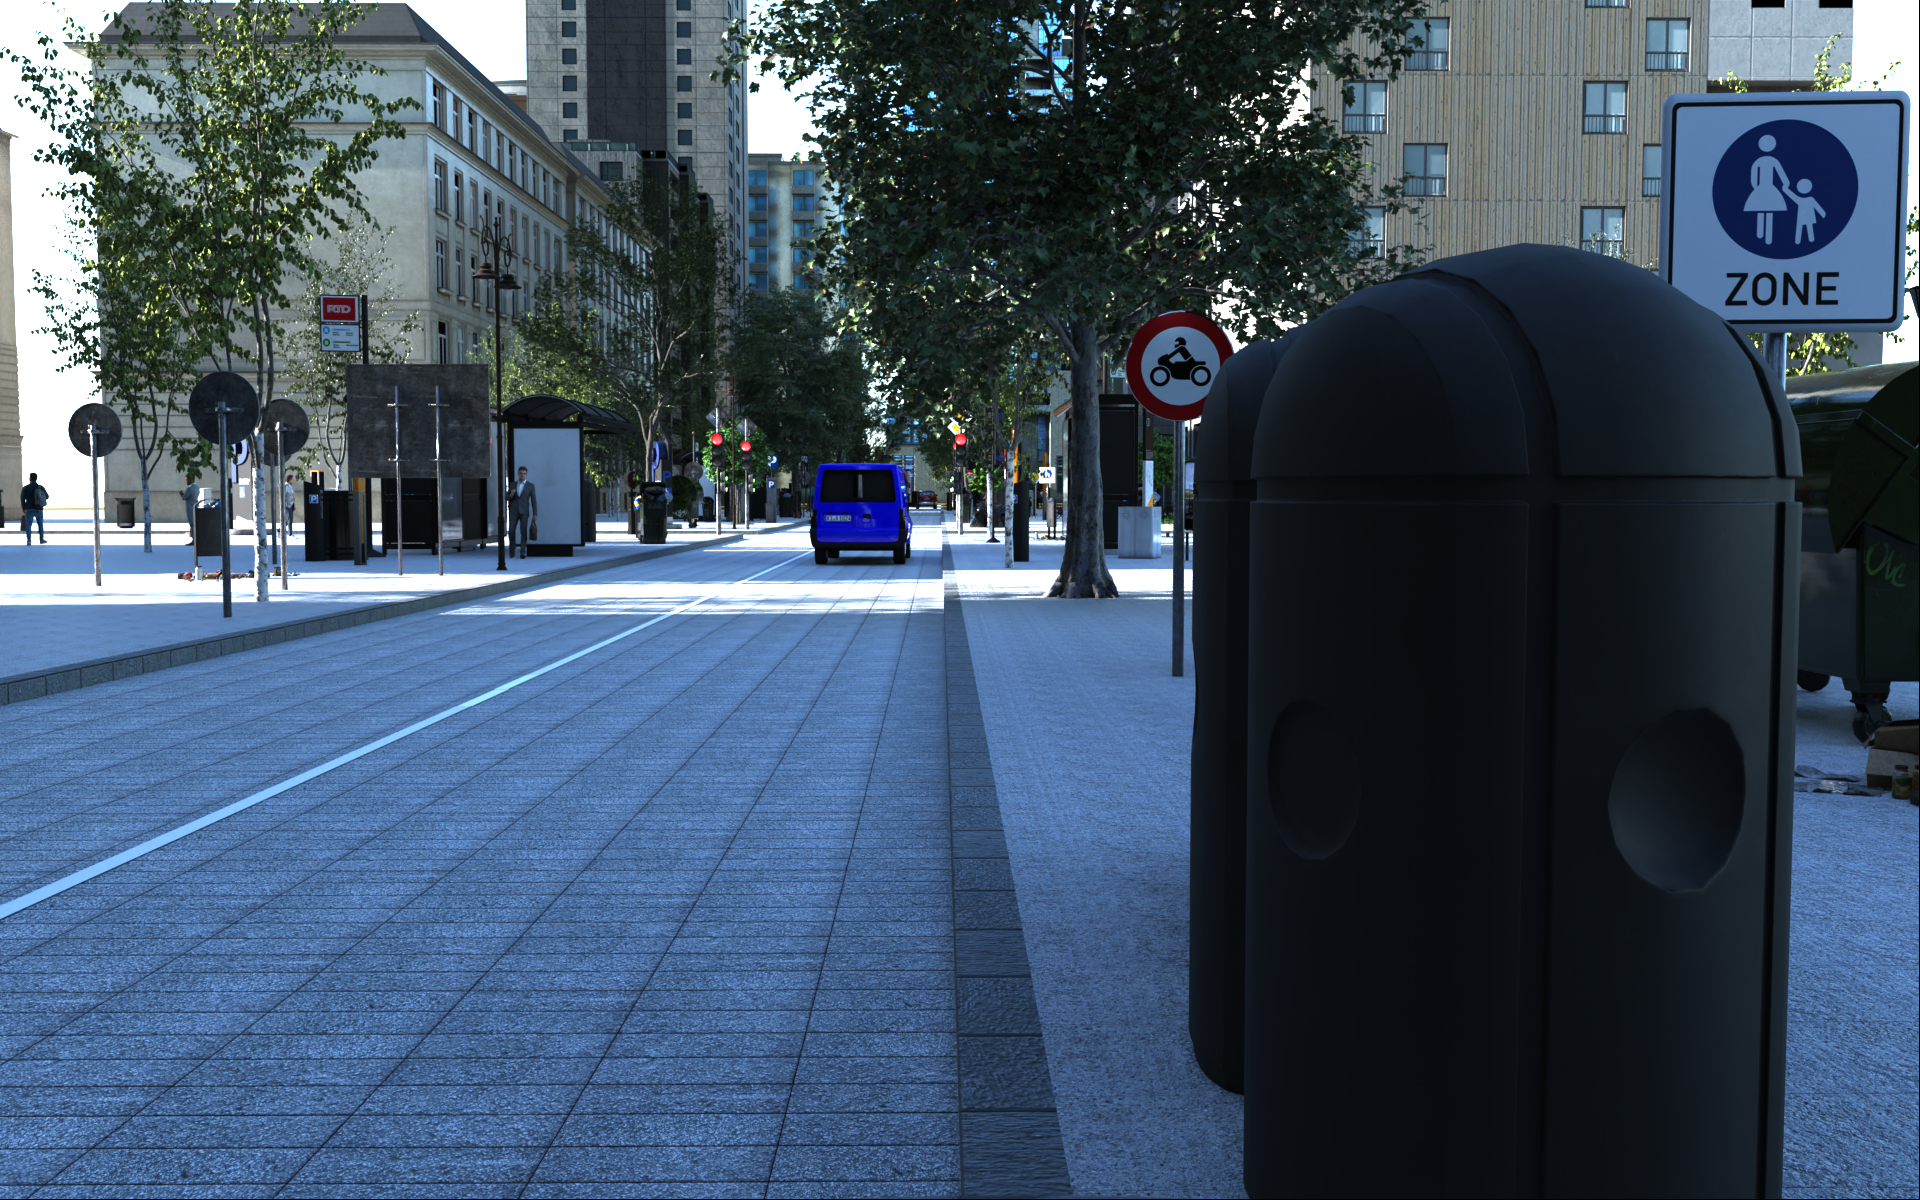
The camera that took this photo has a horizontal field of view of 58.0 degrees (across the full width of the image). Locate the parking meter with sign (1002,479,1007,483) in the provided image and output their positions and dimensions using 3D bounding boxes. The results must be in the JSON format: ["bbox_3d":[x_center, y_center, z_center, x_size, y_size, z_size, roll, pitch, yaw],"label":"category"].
[{"bbox_3d":[2.416,-5.601,87.839,1.738,3.016,0.543,-1,4,-12],"label":"parking meter with sign"}]

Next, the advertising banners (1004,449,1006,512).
[{"bbox_3d":[1.702,-4.090,63.052,0.090,3.025,2.074,0,4,-3],"label":"advertising banners"}]

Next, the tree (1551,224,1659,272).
[{"bbox_3d":[16.909,-5.926,47.260,4.360,8.622,3.978,0,3,0],"label":"tree"}]

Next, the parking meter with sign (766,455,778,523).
[{"bbox_3d":[-8.406,-4.944,77.089,0.543,3.016,1.738,0,4,-3],"label":"parking meter with sign"}]

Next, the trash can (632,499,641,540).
[{"bbox_3d":[-8.688,-2.222,47.985,0.748,1.137,0.748,0,3,0],"label":"trash can"}]

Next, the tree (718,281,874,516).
[{"bbox_3d":[-9.792,-12.007,102.970,9.857,13.997,8.962,0,3,0],"label":"tree"}]

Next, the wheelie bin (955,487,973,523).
[{"bbox_3d":[0.183,-4.194,76.478,0.693,1.594,0.980,1,4,13],"label":"wheelie bin"}]

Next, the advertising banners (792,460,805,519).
[{"bbox_3d":[-8.467,-5.802,91.055,0.090,3.025,2.074,-2,4,-23],"label":"advertising banners"}]

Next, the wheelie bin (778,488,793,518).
[{"bbox_3d":[-9.545,-5.311,94.747,0.980,1.594,0.693,3,5,44],"label":"wheelie bin"}]

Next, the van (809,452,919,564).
[{"bbox_3d":[-2.038,-1.999,37.065,2.240,2.365,5.245,0,3,0],"label":"van"}]

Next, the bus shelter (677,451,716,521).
[{"bbox_3d":[-12.314,-5.521,84.197,2.014,3.302,5.546,0,4,-1],"label":"bus shelter"}]

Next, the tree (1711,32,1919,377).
[{"bbox_3d":[13.878,-4.799,28.832,4.737,8.622,4.395,0,3,0],"label":"tree"}]

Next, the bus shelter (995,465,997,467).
[{"bbox_3d":[3.828,-8.687,133.316,1.731,3.624,6.357,0,4,-1],"label":"bus shelter"}]

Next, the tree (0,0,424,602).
[{"bbox_3d":[-8.560,-4.279,20.331,4.737,8.622,4.395,0,3,0],"label":"tree"}]

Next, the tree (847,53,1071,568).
[{"bbox_3d":[1.022,-4.876,30.088,4.360,8.622,3.978,0,3,0],"label":"tree"}]

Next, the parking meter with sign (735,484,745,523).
[{"bbox_3d":[-9.733,-4.920,76.695,0.543,3.016,1.738,0,4,-7],"label":"parking meter with sign"}]

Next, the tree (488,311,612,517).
[{"bbox_3d":[-17.344,-7.358,70.665,4.360,8.622,3.978,0,3,0],"label":"tree"}]

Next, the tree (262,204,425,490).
[{"bbox_3d":[-15.933,-5.753,44.426,4.360,8.622,3.978,0,3,0],"label":"tree"}]

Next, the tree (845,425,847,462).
[{"bbox_3d":[-9.018,-12.613,156.582,4.360,8.622,3.978,0,3,0],"label":"tree"}]

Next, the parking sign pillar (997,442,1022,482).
[{"bbox_3d":[2.551,-6.198,89.803,1.447,3.967,1.447,0,4,4],"label":"parking sign pillar"}]

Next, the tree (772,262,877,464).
[{"bbox_3d":[-10.644,-17.156,136.388,12.611,20.169,13.585,0,3,0],"label":"tree"}]

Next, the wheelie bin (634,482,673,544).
[{"bbox_3d":[-7.848,-2.238,44.493,0.980,1.594,0.693,-1,4,-19],"label":"wheelie bin"}]

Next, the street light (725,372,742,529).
[{"bbox_3d":[-8.186,-5.495,62.627,0.468,5.910,1.993,0,4,-1],"label":"street light"}]

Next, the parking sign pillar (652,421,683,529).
[{"bbox_3d":[-10.885,-4.575,63.271,1.447,3.967,1.447,-2,4,-25],"label":"parking sign pillar"}]

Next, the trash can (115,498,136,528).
[{"bbox_3d":[-31.224,-3.251,64.815,0.748,1.137,0.748,0,3,0],"label":"trash can"}]

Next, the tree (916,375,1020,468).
[{"bbox_3d":[0.680,-12.071,115.489,7.486,12.596,7.792,0,3,0],"label":"tree"}]

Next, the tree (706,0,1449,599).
[{"bbox_3d":[1.562,-6.391,21.494,9.611,12.733,9.660,0,3,0],"label":"tree"}]

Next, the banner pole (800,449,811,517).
[{"bbox_3d":[-8.418,-6.439,95.298,0.863,3.779,0.401,-3,4,-38],"label":"banner pole"}]

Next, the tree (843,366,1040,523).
[{"bbox_3d":[0.020,-8.758,77.602,7.601,10.594,8.767,-2,4,-25],"label":"tree"}]

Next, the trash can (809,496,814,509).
[{"bbox_3d":[-11.380,-7.492,134.145,0.748,1.137,0.748,0,3,0],"label":"trash can"}]

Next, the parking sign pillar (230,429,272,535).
[{"bbox_3d":[-22.328,-4.026,54.298,1.447,3.967,1.447,3,5,42],"label":"parking sign pillar"}]

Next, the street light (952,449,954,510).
[{"bbox_3d":[-0.459,-10.021,136.636,0.468,5.910,1.993,0,4,-1],"label":"street light"}]

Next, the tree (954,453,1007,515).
[{"bbox_3d":[0.939,-4.594,69.714,1.663,3.219,1.824,0,3,0],"label":"tree"}]

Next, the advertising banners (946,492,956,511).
[{"bbox_3d":[-0.143,-8.339,132.529,2.074,3.025,0.090,-2,4,-26],"label":"advertising banners"}]

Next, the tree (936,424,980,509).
[{"bbox_3d":[-0.259,-13.690,149.588,9.928,11.665,9.643,0,3,0],"label":"tree"}]

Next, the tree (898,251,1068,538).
[{"bbox_3d":[0.987,-6.134,50.649,4.737,8.622,4.395,0,3,0],"label":"tree"}]

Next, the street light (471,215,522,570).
[{"bbox_3d":[-7.730,-3.440,29.039,0.468,5.910,1.993,0,4,-1],"label":"street light"}]

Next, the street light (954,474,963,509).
[{"bbox_3d":[0.091,-7.043,87.945,0.468,5.910,1.993,0,4,-1],"label":"street light"}]

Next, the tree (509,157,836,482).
[{"bbox_3d":[-9.041,-7.011,49.045,8.767,10.594,7.601,1,4,15],"label":"tree"}]

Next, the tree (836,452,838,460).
[{"bbox_3d":[-9.763,-14.821,176.727,8.767,10.594,7.601,-1,4,-19],"label":"tree"}]

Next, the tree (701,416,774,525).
[{"bbox_3d":[-9.443,-5.484,73.369,4.285,4.588,4.351,0,3,0],"label":"tree"}]

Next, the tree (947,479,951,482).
[{"bbox_3d":[0.261,-6.793,105.661,1.663,3.219,1.824,0,3,0],"label":"tree"}]

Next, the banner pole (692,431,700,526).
[{"bbox_3d":[-10.594,-4.863,69.521,0.401,3.779,0.863,1,4,10],"label":"banner pole"}]

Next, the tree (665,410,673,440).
[{"bbox_3d":[-16.870,-8.560,90.323,4.360,8.622,3.978,0,3,0],"label":"tree"}]

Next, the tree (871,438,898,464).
[{"bbox_3d":[-9.653,-16.095,213.511,4.737,8.622,4.395,0,3,0],"label":"tree"}]

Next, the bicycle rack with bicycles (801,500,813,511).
[{"bbox_3d":[-10.701,-7.132,129.985,2.925,0.926,2.852,0,4,-7],"label":"bicycle rack with bicycles"}]

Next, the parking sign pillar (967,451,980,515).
[{"bbox_3d":[0.803,-7.312,108.023,1.447,3.967,1.447,-2,4,-26],"label":"parking sign pillar"}]

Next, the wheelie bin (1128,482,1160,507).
[{"bbox_3d":[4.789,-2.305,45.592,0.980,1.594,0.693,0,4,-1],"label":"wheelie bin"}]

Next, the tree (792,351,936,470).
[{"bbox_3d":[-8.645,-12.036,122.547,9.928,11.665,9.643,0,3,0],"label":"tree"}]
